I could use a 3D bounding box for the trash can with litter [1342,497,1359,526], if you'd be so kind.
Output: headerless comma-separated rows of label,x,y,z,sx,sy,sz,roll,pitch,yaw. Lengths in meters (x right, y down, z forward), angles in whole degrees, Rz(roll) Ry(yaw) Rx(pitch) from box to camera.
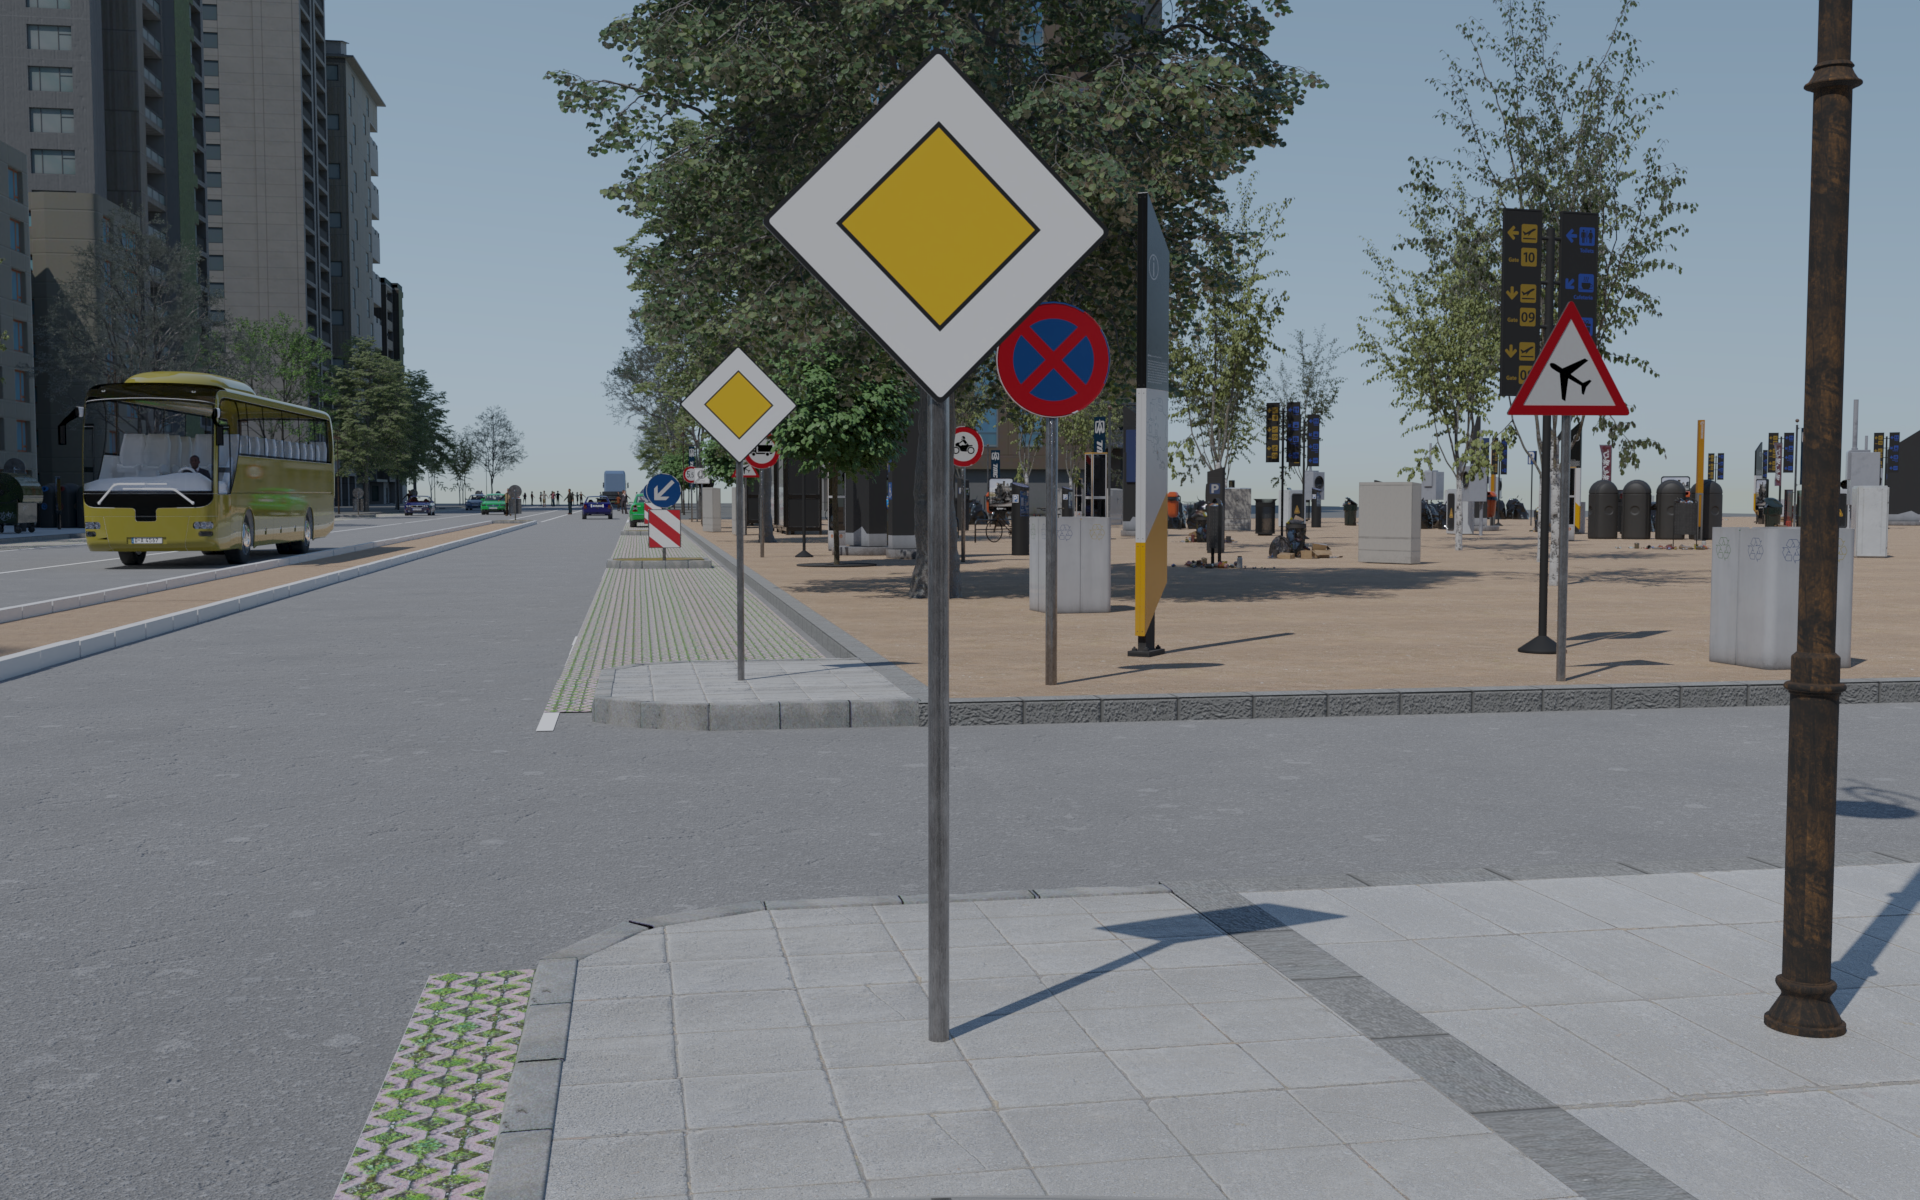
trash can with litter,16.015,-3.585,69.995,1.055,1.170,0.624,0,4,3

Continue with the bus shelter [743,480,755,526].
bus shelter,-8.501,-5.836,73.043,2.179,5.291,8.768,-1,4,-11

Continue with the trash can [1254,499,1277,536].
trash can,9.403,-2.550,53.348,0.748,1.137,0.748,0,3,0

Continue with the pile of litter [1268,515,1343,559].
pile of litter,6.915,-1.269,34.711,1.719,0.858,1.176,-1,4,-11

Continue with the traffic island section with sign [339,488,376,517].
traffic island section with sign,-37.203,-6.019,107.039,1.989,1.847,2.006,-1,4,-10

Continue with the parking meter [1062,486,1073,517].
parking meter,3.512,-2.950,56.652,0.372,1.533,0.369,0,3,0

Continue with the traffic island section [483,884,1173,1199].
traffic island section,-0.031,1.113,4.091,2.009,0.180,2.903,-1,4,-10

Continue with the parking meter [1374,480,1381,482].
parking meter,17.411,-4.051,71.951,0.399,1.863,0.255,-1,4,-10

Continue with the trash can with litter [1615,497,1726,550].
trash can with litter,16.512,-1.795,40.409,2.233,1.210,1.678,2,4,27

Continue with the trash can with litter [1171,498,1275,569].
trash can with litter,4.543,-1.197,30.631,1.678,1.210,2.233,0,4,-5

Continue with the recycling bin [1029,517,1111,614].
recycling bin,1.199,-0.390,18.923,0.722,1.027,0.722,-1,4,-16

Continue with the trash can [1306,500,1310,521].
trash can,16.129,-4.262,81.330,0.748,1.137,0.748,0,3,0

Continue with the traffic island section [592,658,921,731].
traffic island section,-1.488,0.632,11.942,2.009,0.180,2.903,-1,4,-10

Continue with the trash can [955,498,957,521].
trash can,-0.315,-3.440,67.893,0.748,1.137,0.748,0,3,0

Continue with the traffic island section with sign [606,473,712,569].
traffic island section with sign,-5.908,-1.545,33.890,1.989,1.847,2.006,-1,4,-10

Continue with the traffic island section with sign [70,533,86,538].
traffic island section with sign,-27.888,-2.950,56.865,1.989,1.847,2.006,-1,4,-10

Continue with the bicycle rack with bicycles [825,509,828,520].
bicycle rack with bicycles,-4.869,-4.141,81.081,2.925,0.926,2.852,-1,4,-9

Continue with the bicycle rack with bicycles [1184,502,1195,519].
bicycle rack with bicycles,11.739,-4.301,83.702,2.852,0.926,2.925,2,4,33

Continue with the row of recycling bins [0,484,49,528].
row of recycling bins,-39.101,-3.923,71.254,3.534,1.692,1.069,2,4,33

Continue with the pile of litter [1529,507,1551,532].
pile of litter,19.882,-2.732,58.633,1.176,0.858,1.719,1,4,21

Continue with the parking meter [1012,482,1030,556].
parking meter,1.264,-1.699,36.183,0.372,1.533,0.369,0,3,0

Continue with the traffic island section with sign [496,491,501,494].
traffic island section with sign,-57.205,-12.608,214.773,1.989,1.847,2.006,-1,4,-10

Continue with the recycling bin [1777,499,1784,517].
recycling bin,40.313,-4.447,85.267,0.722,1.027,0.722,3,4,37

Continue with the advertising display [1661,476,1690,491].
advertising display,25.581,-3.471,61.963,0.974,1.923,0.123,2,4,24

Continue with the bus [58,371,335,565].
bus,-16.318,-2.863,38.365,2.896,3.916,12.252,-1,4,-10

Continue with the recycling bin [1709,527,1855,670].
recycling bin,6.156,-0.027,12.997,0.722,1.027,0.722,-1,4,-12

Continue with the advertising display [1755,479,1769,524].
advertising display,34.095,-4.185,73.640,0.123,1.923,0.974,0,4,0

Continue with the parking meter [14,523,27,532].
parking meter,-32.058,-3.097,59.040,0.372,1.533,0.369,0,3,0

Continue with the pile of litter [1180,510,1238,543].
pile of litter,6.500,-1.959,45.991,1.719,0.858,1.176,3,5,42

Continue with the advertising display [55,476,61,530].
advertising display,-32.745,-3.528,62.892,0.123,1.923,0.974,-2,4,-31

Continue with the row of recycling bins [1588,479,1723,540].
row of recycling bins,19.645,-2.561,48.986,3.534,1.692,1.069,1,4,18

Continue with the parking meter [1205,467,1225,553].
parking meter,5.536,-1.949,37.582,0.399,1.863,0.255,1,4,20

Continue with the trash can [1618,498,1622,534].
trash can,21.486,-2.696,55.739,0.748,1.137,0.748,0,3,0

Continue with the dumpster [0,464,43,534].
dumpster,-31.090,-3.310,56.605,1.502,2.255,1.985,-1,4,-10

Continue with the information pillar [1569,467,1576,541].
information pillar,16.471,-2.597,46.949,0.304,2.012,0.304,0,4,-7

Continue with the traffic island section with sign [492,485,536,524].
traffic island section with sign,-21.697,-4.657,84.278,2.006,1.907,1.989,-1,4,-10

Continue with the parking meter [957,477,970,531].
parking meter,0.120,-3.356,60.575,0.399,1.863,0.255,2,4,35

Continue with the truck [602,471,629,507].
truck,-38.517,-12.365,191.918,2.967,4.110,18.799,-1,4,-9

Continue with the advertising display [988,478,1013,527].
advertising display,1.602,-3.830,67.840,0.974,1.923,0.123,0,3,0

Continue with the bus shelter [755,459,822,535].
bus shelter,-5.426,-4.930,58.234,2.179,5.291,8.768,-1,4,-11

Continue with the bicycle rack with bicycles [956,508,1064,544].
bicycle rack with bicycles,1.841,-1.978,45.727,2.852,0.926,2.925,3,5,40

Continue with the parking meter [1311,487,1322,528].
parking meter,13.631,-3.536,66.227,0.372,1.533,0.369,0,3,0

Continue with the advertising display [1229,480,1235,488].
advertising display,12.502,-4.557,79.725,0.123,1.923,0.974,0,4,-1

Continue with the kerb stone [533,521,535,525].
kerb stone,-19.660,-3.486,79.185,0.120,0.150,1.000,-1,4,-10

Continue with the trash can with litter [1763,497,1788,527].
trash can with litter,26.572,-2.742,56.221,0.624,1.170,1.055,-1,4,-9

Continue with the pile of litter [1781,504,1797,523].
pile of litter,37.535,-3.940,78.391,1.719,0.858,1.176,-3,4,-36

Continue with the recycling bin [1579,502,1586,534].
recycling bin,19.860,-2.668,56.169,0.722,1.027,0.722,1,4,13

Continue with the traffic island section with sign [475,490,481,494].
traffic island section with sign,-52.158,-10.949,187.637,1.989,1.847,2.006,-1,4,-10

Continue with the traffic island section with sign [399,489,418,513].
traffic island section with sign,-42.134,-7.644,133.609,1.989,1.847,2.006,-1,4,-10

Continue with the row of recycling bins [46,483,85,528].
row of recycling bins,-34.302,-3.783,68.967,1.069,1.692,3.534,2,4,25
